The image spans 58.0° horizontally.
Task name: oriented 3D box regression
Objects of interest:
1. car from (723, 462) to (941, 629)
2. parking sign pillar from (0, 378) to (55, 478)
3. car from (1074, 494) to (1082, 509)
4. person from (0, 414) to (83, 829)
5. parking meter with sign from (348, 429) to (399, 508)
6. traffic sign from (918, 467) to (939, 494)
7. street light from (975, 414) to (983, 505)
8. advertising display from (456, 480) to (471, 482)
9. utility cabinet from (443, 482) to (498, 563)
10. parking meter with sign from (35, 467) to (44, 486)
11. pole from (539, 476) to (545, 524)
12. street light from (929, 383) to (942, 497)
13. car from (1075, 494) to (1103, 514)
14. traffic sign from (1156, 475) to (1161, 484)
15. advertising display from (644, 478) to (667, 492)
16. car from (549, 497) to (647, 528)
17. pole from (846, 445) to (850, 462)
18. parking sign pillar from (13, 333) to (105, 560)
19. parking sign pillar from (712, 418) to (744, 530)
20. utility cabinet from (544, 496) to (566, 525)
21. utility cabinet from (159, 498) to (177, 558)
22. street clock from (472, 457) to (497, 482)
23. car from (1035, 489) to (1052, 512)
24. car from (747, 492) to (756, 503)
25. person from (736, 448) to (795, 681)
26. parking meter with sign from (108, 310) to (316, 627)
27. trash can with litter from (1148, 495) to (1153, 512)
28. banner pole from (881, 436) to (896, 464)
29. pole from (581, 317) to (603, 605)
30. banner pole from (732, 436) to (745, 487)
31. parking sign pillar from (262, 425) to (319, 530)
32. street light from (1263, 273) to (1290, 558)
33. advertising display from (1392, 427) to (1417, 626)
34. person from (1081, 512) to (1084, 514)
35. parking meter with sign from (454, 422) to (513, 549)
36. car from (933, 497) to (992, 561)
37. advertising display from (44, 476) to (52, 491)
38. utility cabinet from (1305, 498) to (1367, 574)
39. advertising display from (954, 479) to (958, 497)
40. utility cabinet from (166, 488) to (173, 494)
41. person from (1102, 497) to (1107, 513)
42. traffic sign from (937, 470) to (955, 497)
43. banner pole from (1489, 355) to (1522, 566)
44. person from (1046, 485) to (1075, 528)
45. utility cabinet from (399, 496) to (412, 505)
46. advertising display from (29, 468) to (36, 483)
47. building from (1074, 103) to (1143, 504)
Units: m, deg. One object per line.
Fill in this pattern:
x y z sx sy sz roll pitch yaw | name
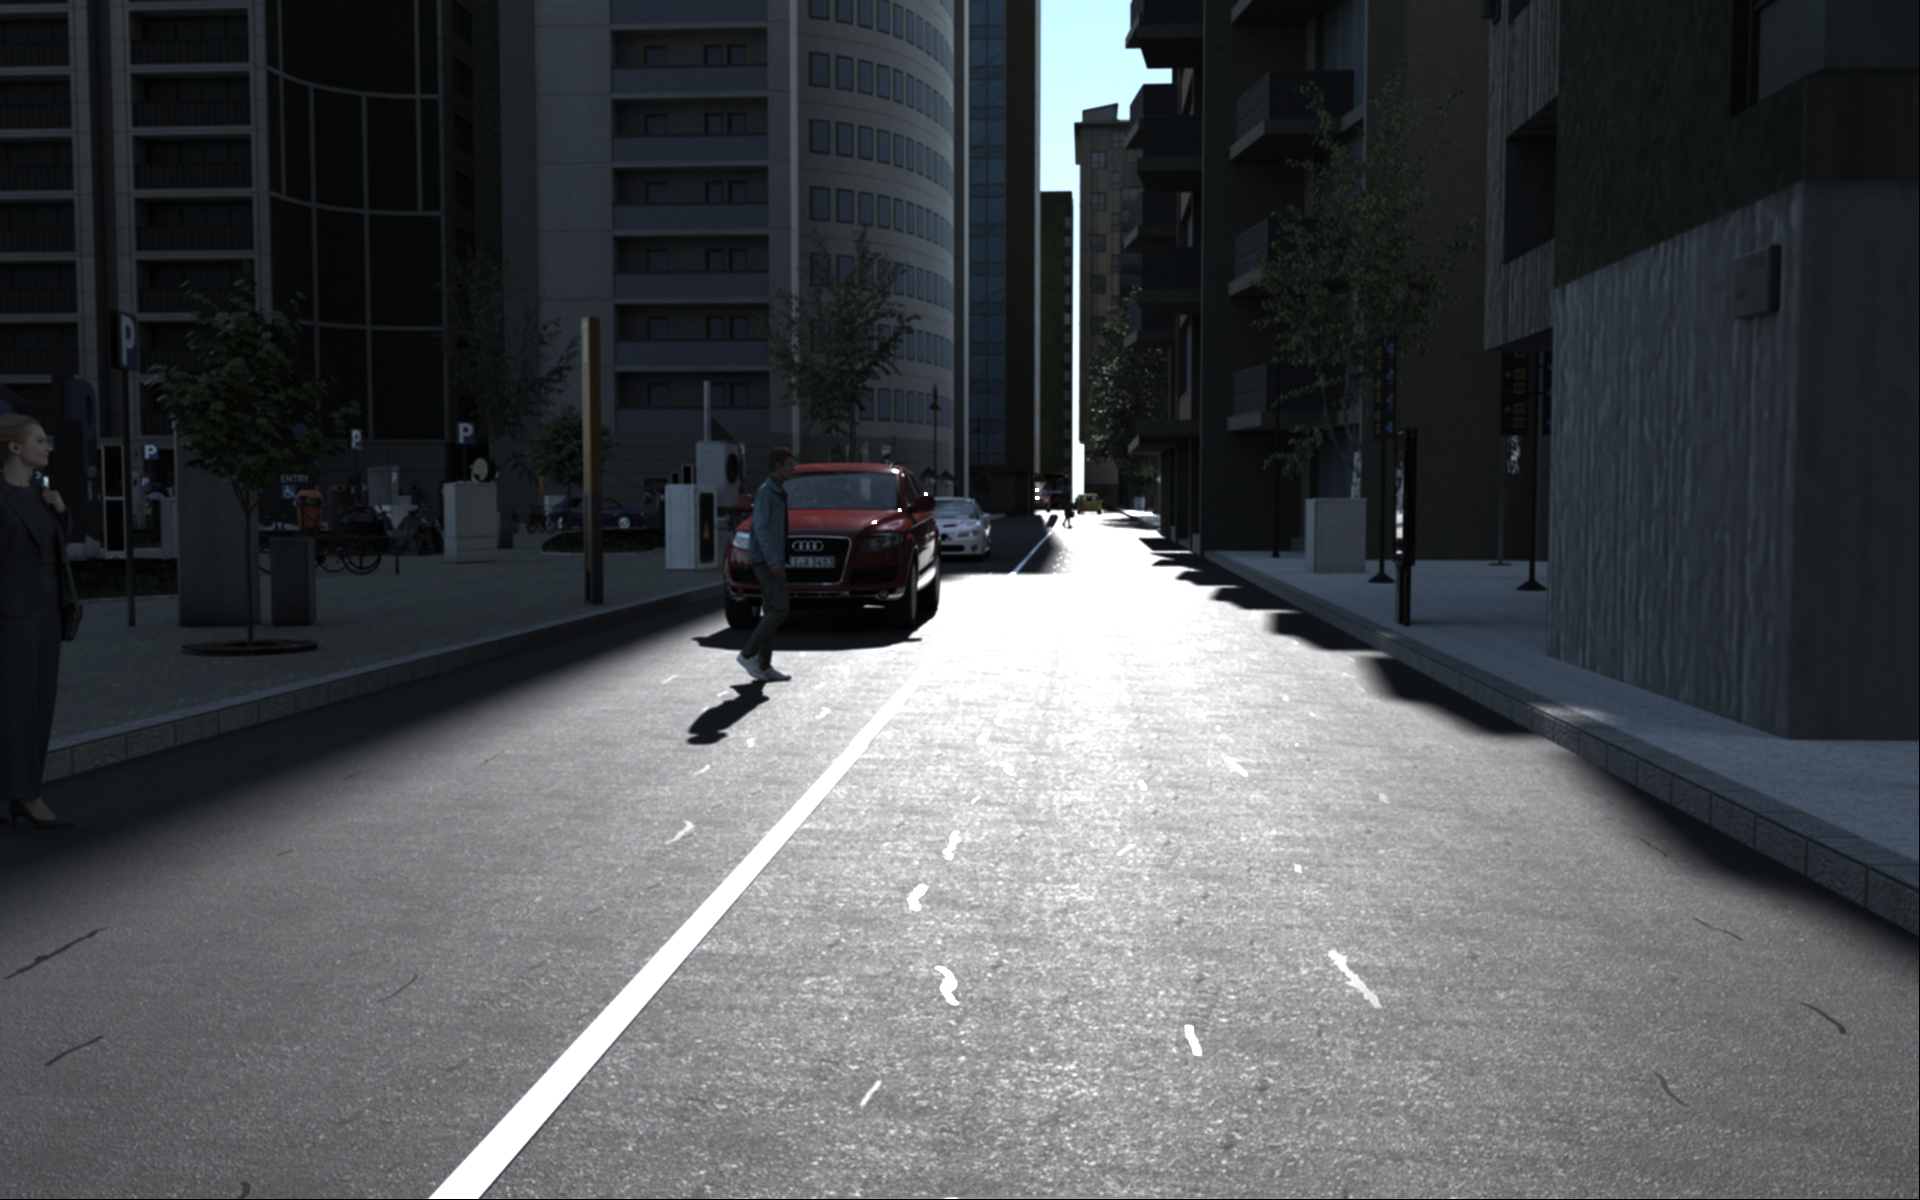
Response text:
-1.373 -0.705 20.200 2.281 1.827 5.304 0 4 4 | car
-19.238 -2.817 34.523 1.447 3.967 1.447 0 4 1 | parking sign pillar
11.896 -9.554 165.990 2.009 1.686 4.222 0 4 4 | car
-4.079 0.093 7.406 0.534 1.772 0.576 -1 4 -12 | person
-15.396 -3.058 46.253 1.738 3.016 0.543 1 4 14 | parking meter with sign
-1.159 -3.678 63.785 0.795 2.450 0.064 0 4 4 | traffic sign
1.074 -7.751 99.510 0.468 5.910 1.993 0 4 4 | street light
-23.067 -4.615 80.661 0.974 1.923 0.123 2 4 31 | advertising display
-9.188 -1.457 32.493 0.318 1.500 1.173 1 4 23 | utility cabinet
-52.727 -6.328 99.724 0.543 3.016 1.738 1 4 20 | parking meter with sign
-17.728 -4.864 73.369 0.158 3.312 0.155 0 3 0 | pole
-1.029 -6.066 71.971 0.468 5.910 1.993 0 4 4 | street light
9.266 -6.977 124.296 2.015 1.641 3.980 0 4 3 | car
8.435 -4.125 71.081 0.795 2.450 0.064 0 4 4 | traffic sign
-12.611 -4.074 71.830 0.974 1.923 0.123 -3 4 -37 | advertising display
-14.431 -3.490 69.641 3.894 1.354 1.945 0 4 6 | car
-4.632 -4.791 72.173 0.158 3.312 0.155 0 3 0 | pole
-15.218 -2.529 29.814 1.447 3.967 1.447 -1 4 -15 | parking sign pillar
-8.339 -4.512 62.241 1.447 3.967 1.447 2 4 31 | parking sign pillar
-17.023 -3.770 72.793 0.306 1.237 1.020 2 4 28 | utility cabinet
-13.780 -1.212 30.984 0.306 1.237 1.020 1 4 23 | utility cabinet
-9.422 -1.822 34.359 0.471 2.002 0.358 2 4 34 | street clock
6.224 -7.948 138.628 2.281 1.827 5.304 0 4 2 | car
-6.816 -3.564 67.312 4.494 1.783 2.155 0 4 3 | car
-1.478 -0.269 13.237 0.444 1.785 0.601 1 4 9 | person
-7.212 -1.257 16.816 1.738 3.016 0.543 0 4 -8 | parking meter with sign
14.696 -7.125 127.544 2.233 1.210 1.678 1 4 14 | trash can with litter
-3.031 -5.177 74.661 0.863 3.779 0.401 1 4 22 | banner pole
-4.267 -1.605 20.092 0.158 3.312 0.155 0 3 0 | pole
-9.475 -5.136 73.988 0.863 3.779 0.401 3 4 36 | banner pole
-16.885 -3.376 43.670 1.447 3.967 1.447 0 4 -4 | parking sign pillar
6.393 -3.799 34.899 0.468 5.910 1.993 0 4 4 | street light
4.405 -0.732 17.185 0.123 1.923 0.974 1 4 8 | advertising display
9.001 -6.984 127.364 0.332 1.250 0.352 1 4 19 | person
-11.310 -2.754 41.296 1.738 3.016 0.543 3 5 40 | parking meter with sign
-0.303 -1.598 38.484 2.083 1.381 4.827 0 4 3 | car
-33.153 -3.518 62.740 0.974 1.923 0.123 3 4 38 | advertising display
6.105 -1.040 28.165 1.020 1.237 0.306 -2 4 -25 | utility cabinet
-0.189 -4.378 76.800 0.123 1.923 0.974 0 4 3 | advertising display
-29.619 -3.392 64.138 1.173 1.500 0.318 -1 4 -17 | utility cabinet
10.868 -7.145 129.996 0.362 1.253 0.373 0 4 5 | person
-0.585 -4.166 71.749 0.795 2.450 0.064 0 4 4 | traffic sign
9.921 -2.523 31.270 0.863 3.779 0.401 -3 5 -40 | banner pole
4.319 -3.988 73.917 1.509 1.804 0.699 -2 4 -31 | person
-17.419 -2.578 53.316 1.020 1.237 0.306 -2 4 -24 | utility cabinet
-17.009 -1.606 31.480 0.123 1.923 0.974 -1 4 -10 | advertising display
29.654 -39.882 241.305 27.495 52.752 28.713 0 4 4 | building
